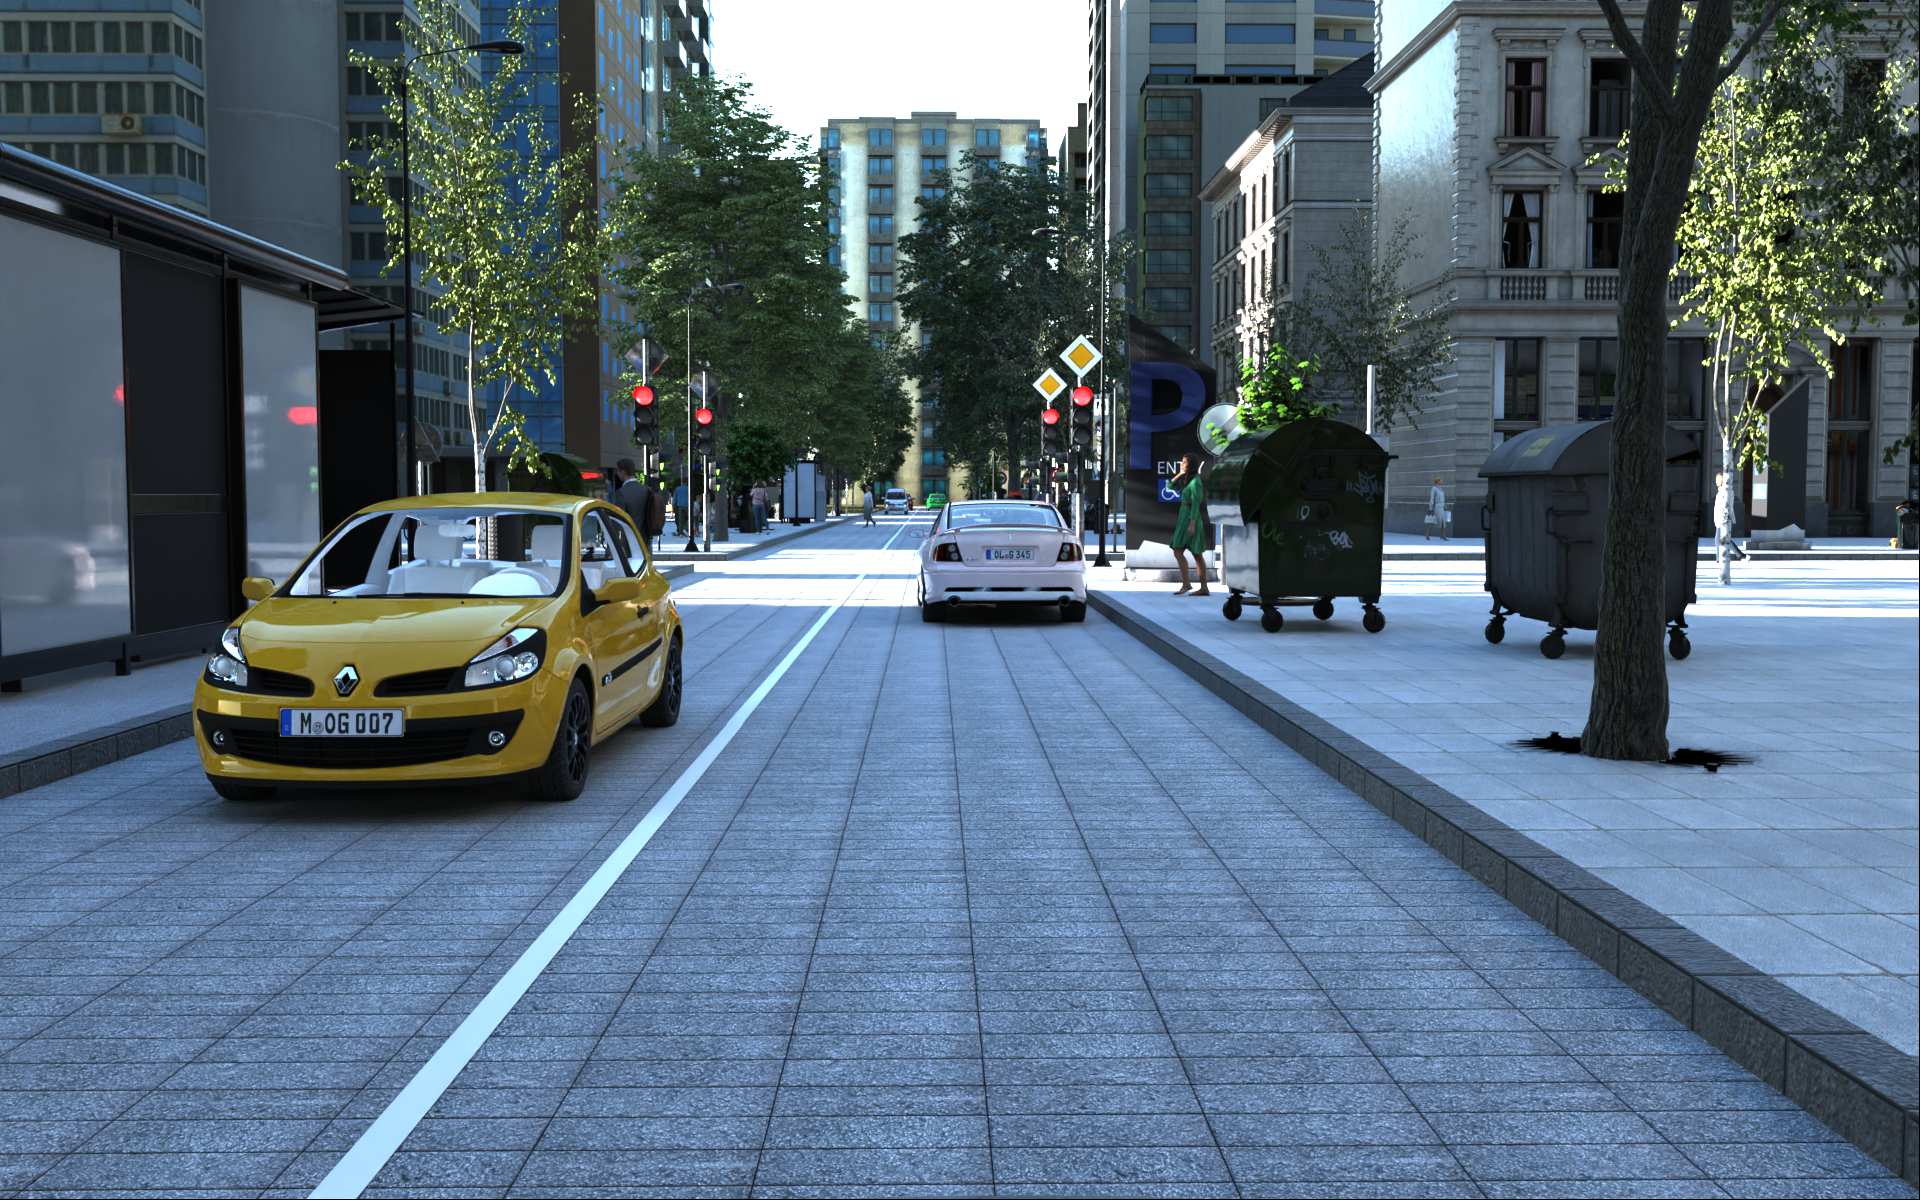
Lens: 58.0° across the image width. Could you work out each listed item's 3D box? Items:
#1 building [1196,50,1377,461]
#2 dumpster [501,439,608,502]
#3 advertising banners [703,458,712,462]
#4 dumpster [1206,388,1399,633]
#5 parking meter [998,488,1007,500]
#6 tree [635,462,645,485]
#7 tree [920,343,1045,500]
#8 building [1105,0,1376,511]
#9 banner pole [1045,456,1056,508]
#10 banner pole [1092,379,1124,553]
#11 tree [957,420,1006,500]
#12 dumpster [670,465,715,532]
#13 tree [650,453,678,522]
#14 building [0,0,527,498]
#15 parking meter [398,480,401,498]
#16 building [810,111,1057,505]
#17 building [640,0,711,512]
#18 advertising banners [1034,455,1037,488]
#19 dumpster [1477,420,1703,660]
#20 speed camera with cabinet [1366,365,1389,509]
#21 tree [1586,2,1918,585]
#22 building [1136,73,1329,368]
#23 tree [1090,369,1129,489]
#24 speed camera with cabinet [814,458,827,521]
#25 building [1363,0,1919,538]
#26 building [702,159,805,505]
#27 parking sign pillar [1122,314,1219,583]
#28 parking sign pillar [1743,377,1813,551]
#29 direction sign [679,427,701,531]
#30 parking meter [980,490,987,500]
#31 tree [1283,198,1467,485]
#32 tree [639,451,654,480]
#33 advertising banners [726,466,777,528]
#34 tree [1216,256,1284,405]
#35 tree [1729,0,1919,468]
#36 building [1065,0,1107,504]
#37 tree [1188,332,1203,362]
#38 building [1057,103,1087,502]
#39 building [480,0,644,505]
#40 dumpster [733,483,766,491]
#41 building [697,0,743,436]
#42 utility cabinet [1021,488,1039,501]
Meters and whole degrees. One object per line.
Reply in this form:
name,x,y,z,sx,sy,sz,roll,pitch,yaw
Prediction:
building,18.277,-14.859,93.857,10.553,20.767,40.483,0,4,-1
dumpster,-7.100,-1.705,30.379,1.502,2.255,1.985,0,4,-1
advertising banners,-8.928,-4.301,66.517,2.074,3.025,0.090,-2,4,-23
dumpster,3.281,-0.871,16.743,1.502,2.255,1.985,0,4,-1
parking meter,1.727,-3.814,70.764,0.372,1.533,0.369,0,3,0
tree,-15.205,-5.567,85.620,1.663,3.219,1.824,0,3,0
tree,2.127,-13.374,129.041,12.009,13.543,11.850,0,3,0
building,22.621,-36.774,143.261,21.231,58.520,28.212,0,4,-1
banner pole,4.643,-6.014,88.347,0.863,3.779,0.401,1,4,13
banner pole,3.211,-2.926,37.855,0.863,3.779,0.401,3,5,42
tree,1.649,-13.500,171.093,4.737,8.622,4.395,0,3,0
dumpster,-8.701,-3.342,57.132,1.502,2.255,1.985,0,4,-1
tree,-13.210,-5.247,80.394,1.663,3.219,1.824,0,3,0
building,-32.870,-23.059,68.889,32.217,40.220,23.993,0,4,-1
parking meter,-10.220,-1.386,31.072,0.372,1.533,0.369,0,3,0
building,-3.382,-36.687,219.438,30.456,49.044,23.786,0,4,-1
building,-30.554,-31.069,127.593,23.786,49.044,30.456,0,4,-1
advertising banners,3.154,-4.922,76.669,0.090,3.025,2.074,-1,4,-12
dumpster,5.108,-0.511,14.110,1.264,1.857,1.865,0,4,-1
speed camera with cabinet,5.859,-2.014,27.262,0.660,3.252,2.038,-2,4,-26
tree,11.013,-4.509,24.090,4.737,8.622,4.395,0,3,0
building,19.312,-21.482,122.939,14.160,30.474,14.107,0,4,-1
tree,8.336,-9.073,98.711,4.737,8.622,4.395,0,3,0
speed camera with cabinet,-6.697,-5.404,82.696,0.660,3.252,2.038,0,4,-5
building,23.523,-13.811,54.691,19.941,23.489,11.050,0,4,-1
building,-26.512,-32.464,214.376,14.086,41.232,14.154,0,4,-1
parking sign pillar,3.133,-2.275,25.662,1.447,3.967,1.447,1,4,14
parking sign pillar,18.863,-3.142,39.843,1.447,3.967,1.447,-2,4,-26
direction sign,-9.175,-4.090,58.864,0.876,3.537,0.379,2,4,26
parking meter,1.301,-5.344,95.782,0.372,1.533,0.369,0,3,0
tree,10.537,-5.728,44.010,4.360,8.622,3.978,0,3,0
tree,-20.343,-7.645,108.704,4.285,4.588,4.351,0,3,0
advertising banners,-7.863,-4.256,65.770,2.074,3.025,0.090,-1,4,-15
tree,9.957,-6.289,53.190,4.360,8.622,3.978,0,3,0
tree,9.295,-4.009,15.914,4.360,8.622,3.978,0,3,0
building,21.205,-44.601,167.473,20.563,71.187,20.611,0,4,-1
tree,9.738,-7.682,75.966,4.360,8.622,3.978,0,3,0
building,23.140,-36.363,218.236,21.600,48.544,21.300,0,4,-1
building,-25.716,-27.266,95.902,14.600,45.320,14.200,0,4,-1
dumpster,-9.262,-4.479,75.724,1.502,2.255,1.985,0,4,-1
building,-35.753,-52.127,164.947,31.000,86.520,22.319,0,4,-1
utility cabinet,2.754,-3.612,67.738,1.173,1.500,0.318,-1,4,-15
